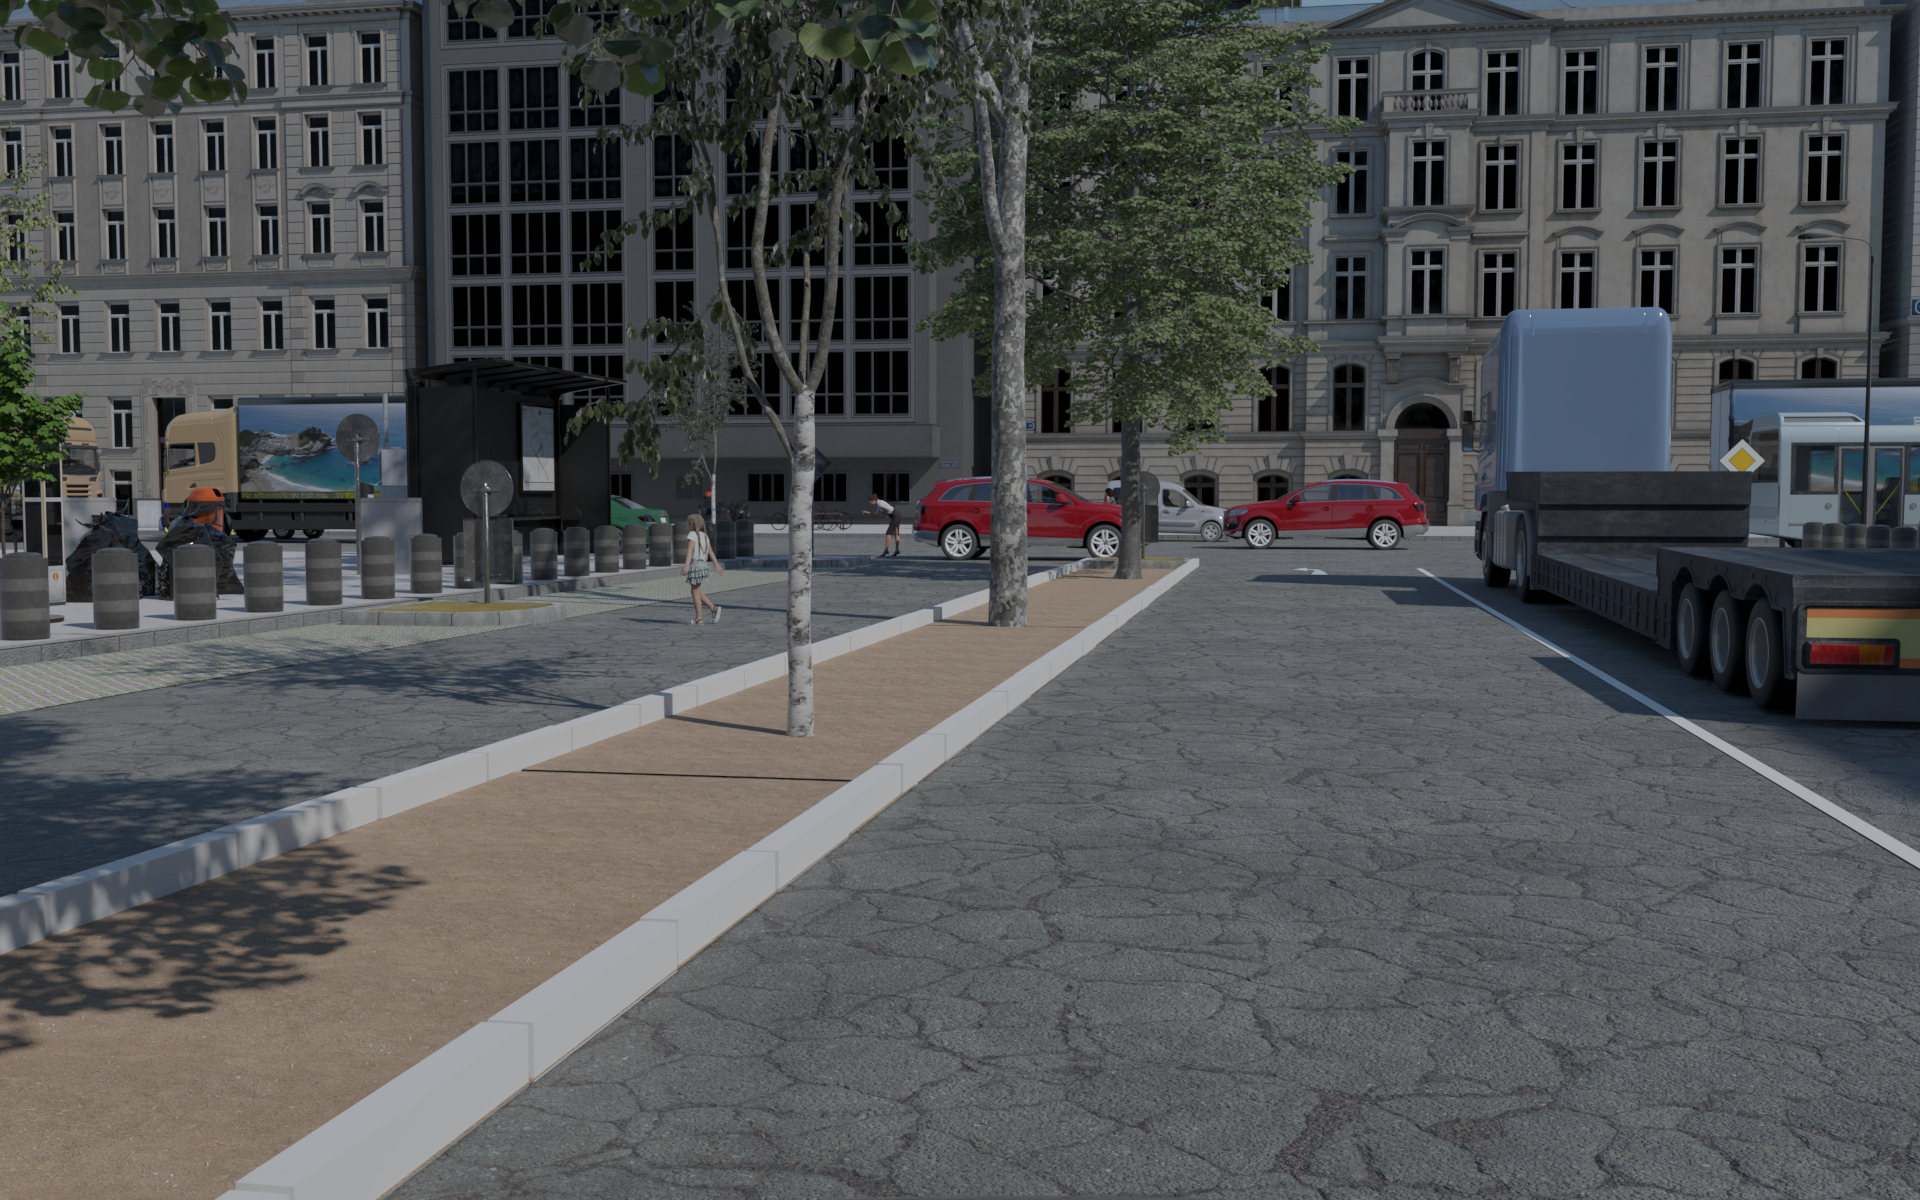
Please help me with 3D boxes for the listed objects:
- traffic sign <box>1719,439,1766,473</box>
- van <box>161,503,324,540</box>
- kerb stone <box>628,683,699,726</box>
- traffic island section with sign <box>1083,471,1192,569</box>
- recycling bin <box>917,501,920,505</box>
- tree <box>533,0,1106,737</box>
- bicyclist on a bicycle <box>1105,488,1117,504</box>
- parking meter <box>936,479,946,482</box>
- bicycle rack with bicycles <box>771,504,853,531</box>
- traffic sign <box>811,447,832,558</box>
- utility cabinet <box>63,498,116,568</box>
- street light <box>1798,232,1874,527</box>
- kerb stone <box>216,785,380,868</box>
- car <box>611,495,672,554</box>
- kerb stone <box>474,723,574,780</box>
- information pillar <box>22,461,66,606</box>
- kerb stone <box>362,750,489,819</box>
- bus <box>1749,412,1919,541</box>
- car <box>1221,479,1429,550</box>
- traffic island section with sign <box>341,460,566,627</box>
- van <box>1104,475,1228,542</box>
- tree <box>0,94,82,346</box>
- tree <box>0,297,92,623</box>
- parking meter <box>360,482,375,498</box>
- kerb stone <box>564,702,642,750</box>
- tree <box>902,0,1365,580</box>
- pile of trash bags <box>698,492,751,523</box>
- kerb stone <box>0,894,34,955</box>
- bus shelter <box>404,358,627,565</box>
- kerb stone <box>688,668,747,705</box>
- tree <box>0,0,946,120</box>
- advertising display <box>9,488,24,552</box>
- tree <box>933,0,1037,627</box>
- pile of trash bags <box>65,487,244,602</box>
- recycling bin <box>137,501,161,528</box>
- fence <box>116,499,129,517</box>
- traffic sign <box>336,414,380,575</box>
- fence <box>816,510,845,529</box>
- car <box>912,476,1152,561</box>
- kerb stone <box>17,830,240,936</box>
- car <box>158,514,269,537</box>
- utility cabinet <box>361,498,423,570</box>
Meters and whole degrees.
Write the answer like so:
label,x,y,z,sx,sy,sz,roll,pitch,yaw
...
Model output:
label,x,y,z,sx,sy,sz,roll,pitch,yaw
traffic sign,14.213,-1.706,31.542,0.795,2.450,0.064,1,4,11
van,-22.891,-3.145,55.804,5.245,2.365,2.240,1,4,13
kerb stone,-1.919,0.680,11.118,0.120,0.150,1.000,1,4,11
traffic island section with sign,3.529,-1.576,33.902,2.006,1.907,1.989,1,4,11
recycling bin,-1.091,-3.106,63.334,0.722,1.027,0.722,2,4,35
tree,-0.913,-3.509,10.192,4.360,8.622,3.978,0,3,0
bicyclist on a bicycle,4.232,-2.434,49.814,1.625,1.676,1.499,1,4,12
parking meter,-0.749,-3.709,66.355,0.399,1.863,0.255,0,4,-8
bicycle rack with bicycles,-5.214,-2.917,61.081,2.925,0.926,2.852,0,4,-6
traffic sign,-2.966,-1.908,34.840,0.795,2.450,0.064,1,4,11
utility cabinet,-15.433,-1.184,30.525,0.306,1.237,1.020,3,4,38
street light,15.552,-3.562,30.783,1.470,5.913,1.316,1,4,11
kerb stone,-2.698,0.925,7.078,0.120,0.150,1.000,1,4,11
car,-9.467,-1.866,42.304,4.920,1.459,2.131,1,4,10
kerb stone,-2.303,0.801,9.096,0.120,0.150,1.000,1,4,11
information pillar,-10.511,-0.940,19.862,0.304,2.012,0.304,1,4,16
kerb stone,-2.496,0.863,8.090,0.120,0.150,1.000,1,4,11
bus,25.121,-2.700,38.997,13.247,3.499,2.948,1,4,10
car,9.530,-2.242,45.331,5.304,1.827,2.281,1,4,10
traffic island section with sign,-5.585,-0.670,19.578,1.989,1.847,2.006,1,4,11
van,6.389,-2.793,52.682,4.112,2.044,2.013,1,4,12
tree,-16.534,-4.719,27.523,4.737,8.622,4.395,0,3,0
tree,-9.385,-1.378,17.136,1.663,3.219,1.824,0,3,0
parking meter,-12.660,-1.741,36.880,0.372,1.533,0.369,0,3,0
kerb stone,-2.113,0.747,10.108,0.120,0.150,1.000,1,4,11
tree,2.817,-6.638,29.113,7.486,12.596,7.792,0,3,0
pile of trash bags,-9.676,-3.682,69.954,1.912,1.369,3.447,-2,4,-27
kerb stone,-3.080,1.049,5.062,0.120,0.150,1.000,1,4,11
bus shelter,-8.306,-2.556,33.076,1.731,3.624,6.357,1,4,11
kerb stone,-1.723,0.616,12.126,0.120,0.150,1.000,1,4,11
tree,-2.358,-5.658,1.617,9.857,13.997,8.962,0,3,0
advertising display,-17.354,-1.662,32.392,0.974,1.923,0.123,1,4,18
tree,-0.514,-9.838,19.204,12.611,20.169,13.585,0,3,0
pile of trash bags,-10.080,-0.757,22.127,1.912,1.369,3.447,0,4,-7
recycling bin,-31.019,-3.285,66.271,0.722,1.027,0.722,-1,4,-14
fence,-16.837,-1.407,34.213,2.264,1.192,0.480,3,5,43
traffic sign,-9.539,-1.671,27.433,0.768,2.556,0.104,1,4,12
fence,-4.826,-3.042,65.110,0.278,0.683,2.069,-2,4,-31
car,1.602,-1.788,37.906,5.304,1.827,2.281,1,4,9
kerb stone,-2.889,0.986,6.071,0.120,0.150,1.000,1,4,11
car,-25.539,-3.039,59.280,3.694,1.707,1.945,1,4,12
utility cabinet,-9.583,-1.101,29.155,1.020,1.237,0.306,-1,4,-15
